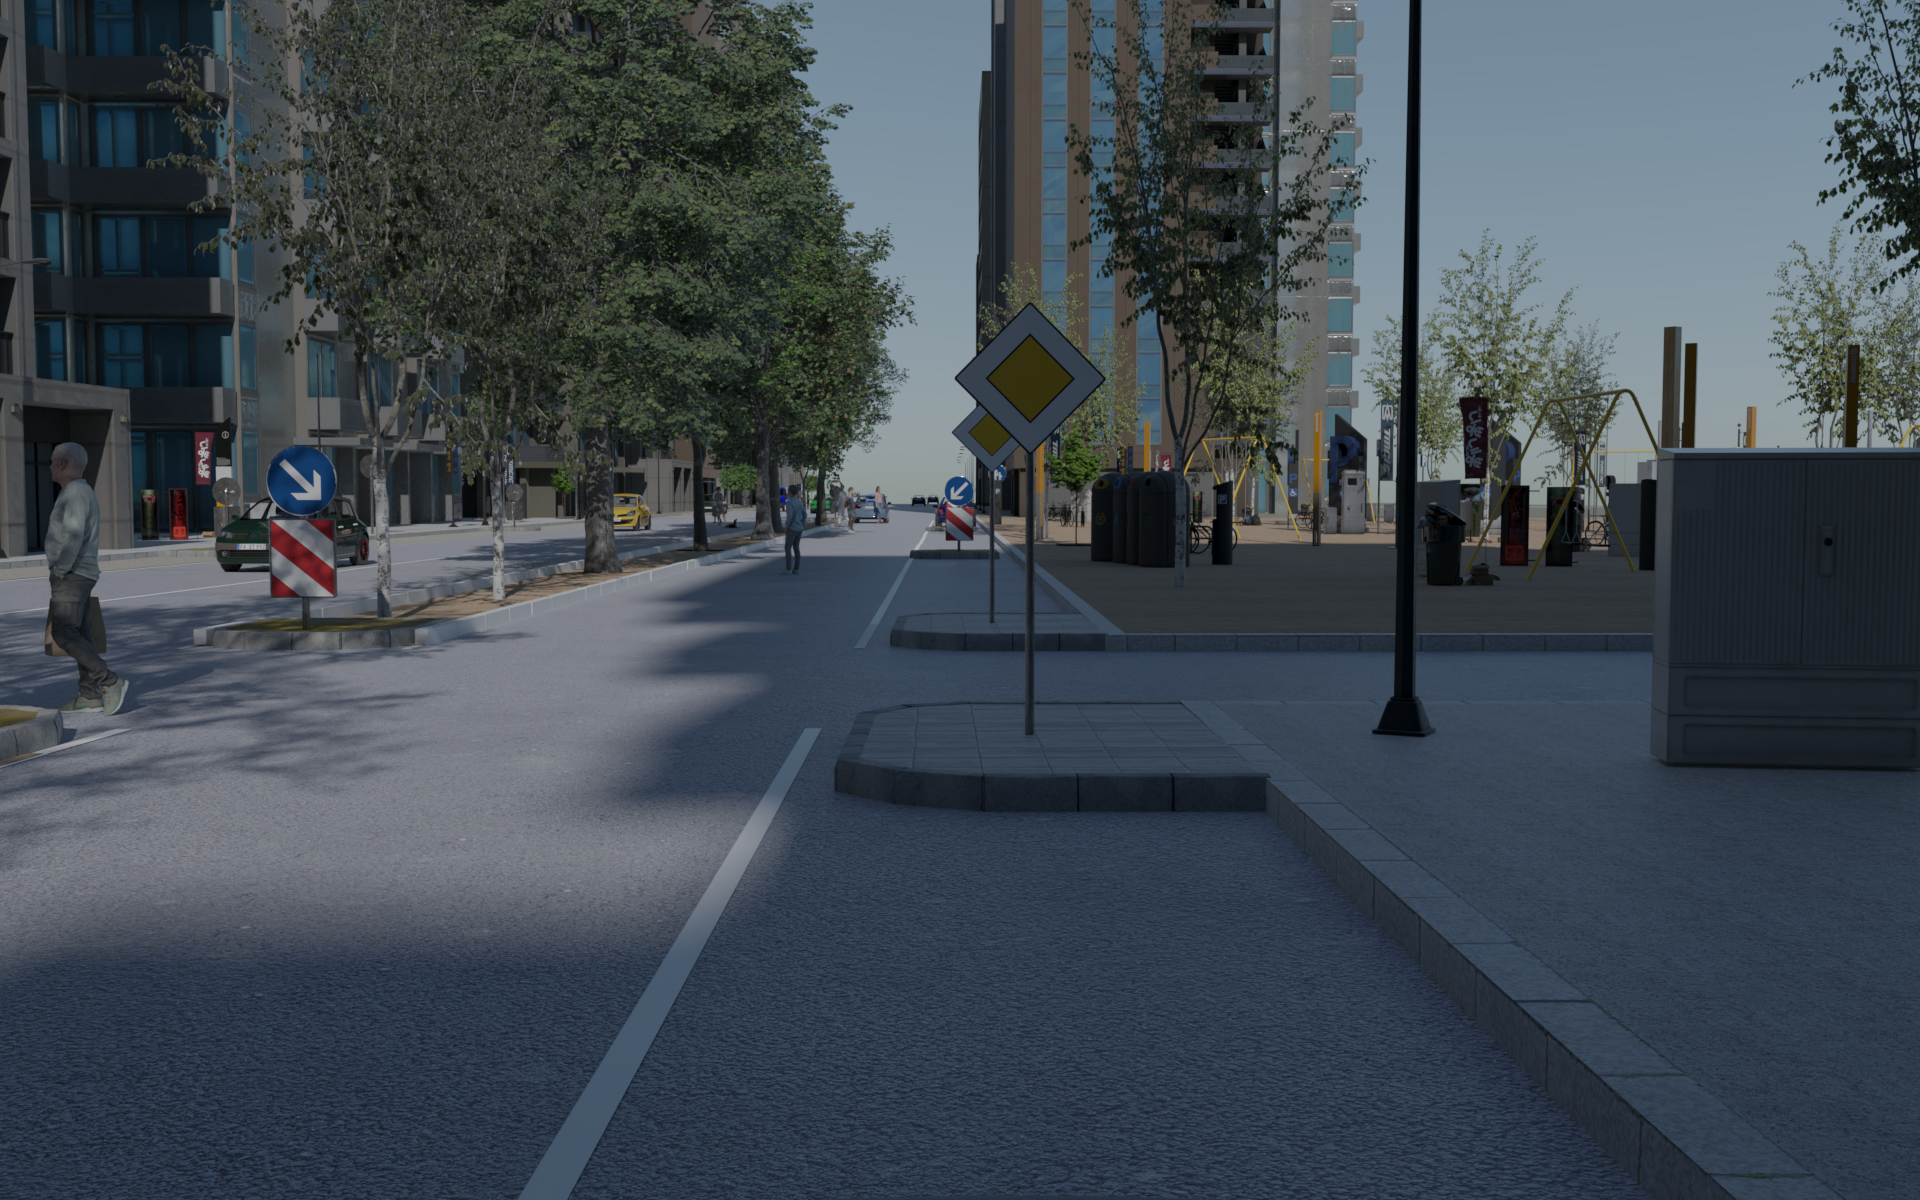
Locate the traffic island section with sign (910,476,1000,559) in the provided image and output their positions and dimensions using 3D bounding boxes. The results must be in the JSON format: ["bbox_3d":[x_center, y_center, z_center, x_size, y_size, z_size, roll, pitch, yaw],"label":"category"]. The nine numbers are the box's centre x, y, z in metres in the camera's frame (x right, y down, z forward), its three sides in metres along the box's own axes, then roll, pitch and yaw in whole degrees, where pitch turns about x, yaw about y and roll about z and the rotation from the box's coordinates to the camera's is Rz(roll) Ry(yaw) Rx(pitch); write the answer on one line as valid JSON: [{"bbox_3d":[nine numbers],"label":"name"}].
[{"bbox_3d":[-0.130,-1.857,38.984,1.989,1.847,2.006,0,4,0],"label":"traffic island section with sign"}]

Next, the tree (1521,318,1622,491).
[{"bbox_3d":[25.921,-7.510,73.155,4.360,8.622,3.978,0,3,0],"label":"tree"}]

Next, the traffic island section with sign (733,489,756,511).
[{"bbox_3d":[-17.813,-8.288,144.140,1.989,1.847,2.006,0,4,0],"label":"traffic island section with sign"}]

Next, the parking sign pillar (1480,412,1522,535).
[{"bbox_3d":[16.974,-4.080,55.186,1.447,3.967,1.447,2,4,35],"label":"parking sign pillar"}]

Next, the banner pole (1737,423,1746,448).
[{"bbox_3d":[27.787,-4.365,61.383,0.863,3.779,0.401,0,4,-7],"label":"banner pole"}]

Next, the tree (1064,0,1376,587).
[{"bbox_3d":[3.139,-4.475,23.526,4.360,8.622,3.978,0,3,0],"label":"tree"}]

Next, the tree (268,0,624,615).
[{"bbox_3d":[-6.224,-4.290,22.956,4.360,8.622,3.978,0,3,0],"label":"tree"}]

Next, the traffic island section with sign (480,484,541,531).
[{"bbox_3d":[-17.294,-3.564,66.896,1.989,1.847,2.006,0,4,0],"label":"traffic island section with sign"}]

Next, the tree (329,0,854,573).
[{"bbox_3d":[-6.465,-7.445,30.843,9.857,13.997,8.962,0,3,0],"label":"tree"}]

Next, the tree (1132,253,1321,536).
[{"bbox_3d":[8.594,-6.287,53.161,4.737,8.622,4.395,0,3,0],"label":"tree"}]

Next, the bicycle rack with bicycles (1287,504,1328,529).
[{"bbox_3d":[13.629,-3.122,64.420,2.925,0.926,2.852,-1,4,-17],"label":"bicycle rack with bicycles"}]

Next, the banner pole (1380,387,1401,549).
[{"bbox_3d":[10.097,-3.090,40.544,0.863,3.779,0.401,-2,4,-35],"label":"banner pole"}]

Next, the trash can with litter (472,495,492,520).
[{"bbox_3d":[-24.009,-4.701,87.920,1.678,1.210,2.233,-2,4,-34],"label":"trash can with litter"}]

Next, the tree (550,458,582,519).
[{"bbox_3d":[-20.457,-5.844,90.149,1.663,3.219,1.824,0,3,0],"label":"tree"}]

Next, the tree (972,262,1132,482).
[{"bbox_3d":[2.452,-6.358,54.321,4.737,8.622,4.395,0,3,0],"label":"tree"}]

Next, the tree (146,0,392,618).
[{"bbox_3d":[-6.293,-4.017,18.503,4.360,8.622,3.978,0,3,0],"label":"tree"}]

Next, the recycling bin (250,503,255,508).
[{"bbox_3d":[-19.433,-2.198,48.487,0.722,1.027,0.722,-1,4,-14],"label":"recycling bin"}]

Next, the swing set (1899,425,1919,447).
[{"bbox_3d":[21.614,-2.479,38.152,2.862,2.851,3.119,0,4,4],"label":"swing set"}]

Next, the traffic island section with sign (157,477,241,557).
[{"bbox_3d":[-17.107,-1.915,39.941,1.989,1.847,2.006,0,4,0],"label":"traffic island section with sign"}]

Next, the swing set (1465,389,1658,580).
[{"bbox_3d":[9.814,-1.798,27.025,2.862,2.851,3.119,0,4,-2],"label":"swing set"}]

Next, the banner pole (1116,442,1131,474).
[{"bbox_3d":[7.907,-5.698,83.174,0.863,3.779,0.401,1,4,20],"label":"banner pole"}]

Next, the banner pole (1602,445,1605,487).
[{"bbox_3d":[28.373,-5.308,76.808,0.863,3.779,0.401,-3,4,-39],"label":"banner pole"}]

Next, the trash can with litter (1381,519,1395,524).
[{"bbox_3d":[18.647,-3.858,74.133,1.678,1.210,2.233,1,4,21],"label":"trash can with litter"}]

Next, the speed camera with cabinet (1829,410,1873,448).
[{"bbox_3d":[20.750,-2.842,40.808,2.038,3.252,0.660,0,4,7],"label":"speed camera with cabinet"}]

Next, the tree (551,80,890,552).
[{"bbox_3d":[-6.574,-7.018,42.950,9.928,11.665,9.643,0,3,0],"label":"tree"}]

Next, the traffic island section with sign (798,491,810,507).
[{"bbox_3d":[-18.166,-11.577,197.911,1.989,1.847,2.006,0,4,0],"label":"traffic island section with sign"}]

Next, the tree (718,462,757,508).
[{"bbox_3d":[-20.743,-11.291,168.315,4.285,4.588,4.351,0,3,0],"label":"tree"}]

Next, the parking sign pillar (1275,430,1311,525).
[{"bbox_3d":[13.866,-5.111,72.030,1.447,3.967,1.447,1,4,11],"label":"parking sign pillar"}]

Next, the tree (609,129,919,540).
[{"bbox_3d":[-6.074,-8.174,53.104,9.611,12.733,9.660,0,3,0],"label":"tree"}]

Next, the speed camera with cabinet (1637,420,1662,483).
[{"bbox_3d":[19.306,-3.216,46.911,2.038,3.252,0.660,-2,4,-24],"label":"speed camera with cabinet"}]

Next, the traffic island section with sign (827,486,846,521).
[{"bbox_3d":[-6.672,-5.129,91.991,2.006,1.907,1.989,0,4,0],"label":"traffic island section with sign"}]

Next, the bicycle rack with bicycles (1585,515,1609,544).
[{"bbox_3d":[16.897,-1.792,42.677,2.925,0.926,2.852,0,4,3],"label":"bicycle rack with bicycles"}]

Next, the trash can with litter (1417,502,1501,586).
[{"bbox_3d":[7.030,-0.797,24.422,1.055,1.170,0.624,0,4,-8],"label":"trash can with litter"}]

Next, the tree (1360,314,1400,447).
[{"bbox_3d":[17.559,-7.139,67.080,4.737,8.622,4.395,0,3,0],"label":"tree"}]

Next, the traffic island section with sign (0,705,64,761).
[{"bbox_3d":[-6.119,-0.080,9.448,2.006,1.907,1.989,0,4,0],"label":"traffic island section with sign"}]

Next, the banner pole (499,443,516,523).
[{"bbox_3d":[-19.814,-5.255,75.928,0.401,3.779,0.863,3,5,42],"label":"banner pole"}]

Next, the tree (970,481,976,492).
[{"bbox_3d":[1.108,-14.113,225.352,1.663,3.219,1.824,0,3,0],"label":"tree"}]

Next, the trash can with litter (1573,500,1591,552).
[{"bbox_3d":[13.654,-1.664,38.600,0.624,1.170,1.055,3,5,40],"label":"trash can with litter"}]

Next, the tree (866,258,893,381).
[{"bbox_3d":[-6.861,-9.453,63.663,9.857,13.997,8.962,0,3,0],"label":"tree"}]

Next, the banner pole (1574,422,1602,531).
[{"bbox_3d":[21.732,-4.301,60.336,0.401,3.779,0.863,-2,4,-35],"label":"banner pole"}]

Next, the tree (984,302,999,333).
[{"bbox_3d":[2.646,-6.815,61.788,4.360,8.622,3.978,0,3,0],"label":"tree"}]

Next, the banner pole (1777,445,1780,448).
[{"bbox_3d":[41.771,-6.057,89.046,0.863,3.779,0.401,2,4,29],"label":"banner pole"}]

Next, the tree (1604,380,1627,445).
[{"bbox_3d":[28.642,-8.004,81.229,4.737,8.622,4.395,0,3,0],"label":"tree"}]

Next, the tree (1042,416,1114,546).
[{"bbox_3d":[2.763,-2.957,42.954,1.663,3.219,1.824,0,3,0],"label":"tree"}]

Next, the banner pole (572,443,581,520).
[{"bbox_3d":[-19.036,-5.856,85.764,0.401,3.779,0.863,-1,4,-18],"label":"banner pole"}]

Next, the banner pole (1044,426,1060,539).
[{"bbox_3d":[2.609,-3.620,49.204,0.401,3.779,0.863,-2,4,-33],"label":"banner pole"}]

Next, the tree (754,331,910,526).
[{"bbox_3d":[-6.410,-8.588,77.286,8.767,10.594,7.601,0,4,0],"label":"tree"}]

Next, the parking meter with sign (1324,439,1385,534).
[{"bbox_3d":[12.502,-3.600,55.128,1.738,3.016,0.543,0,4,2],"label":"parking meter with sign"}]

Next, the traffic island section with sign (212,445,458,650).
[{"bbox_3d":[-6.159,-0.533,16.855,2.006,1.907,1.989,0,4,0],"label":"traffic island section with sign"}]

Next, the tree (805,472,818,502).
[{"bbox_3d":[-21.683,-16.426,252.282,4.285,4.588,4.351,0,3,0],"label":"tree"}]

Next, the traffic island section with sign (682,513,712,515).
[{"bbox_3d":[-17.632,-6.626,116.969,1.989,1.847,2.006,0,4,0],"label":"traffic island section with sign"}]

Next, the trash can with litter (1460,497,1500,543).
[{"bbox_3d":[13.650,-2.116,45.656,2.233,1.210,1.678,0,4,-7],"label":"trash can with litter"}]

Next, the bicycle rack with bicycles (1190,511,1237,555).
[{"bbox_3d":[4.543,-1.465,37.337,2.925,0.926,2.852,0,4,-6],"label":"bicycle rack with bicycles"}]

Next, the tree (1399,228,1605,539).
[{"bbox_3d":[15.148,-6.025,48.869,4.737,8.622,4.395,0,3,0],"label":"tree"}]

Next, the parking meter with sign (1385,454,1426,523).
[{"bbox_3d":[19.675,-4.919,76.693,1.738,3.016,0.543,2,4,33],"label":"parking meter with sign"}]

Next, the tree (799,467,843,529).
[{"bbox_3d":[-6.397,-7.230,71.024,4.360,8.622,3.978,0,3,0],"label":"tree"}]

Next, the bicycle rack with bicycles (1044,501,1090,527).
[{"bbox_3d":[3.823,-3.328,67.787,2.852,0.926,2.925,0,4,6],"label":"bicycle rack with bicycles"}]

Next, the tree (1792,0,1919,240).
[{"bbox_3d":[11.279,-4.217,19.318,4.360,8.622,3.978,0,3,0],"label":"tree"}]

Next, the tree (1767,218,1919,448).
[{"bbox_3d":[23.925,-5.928,47.280,4.737,8.622,4.395,0,3,0],"label":"tree"}]
